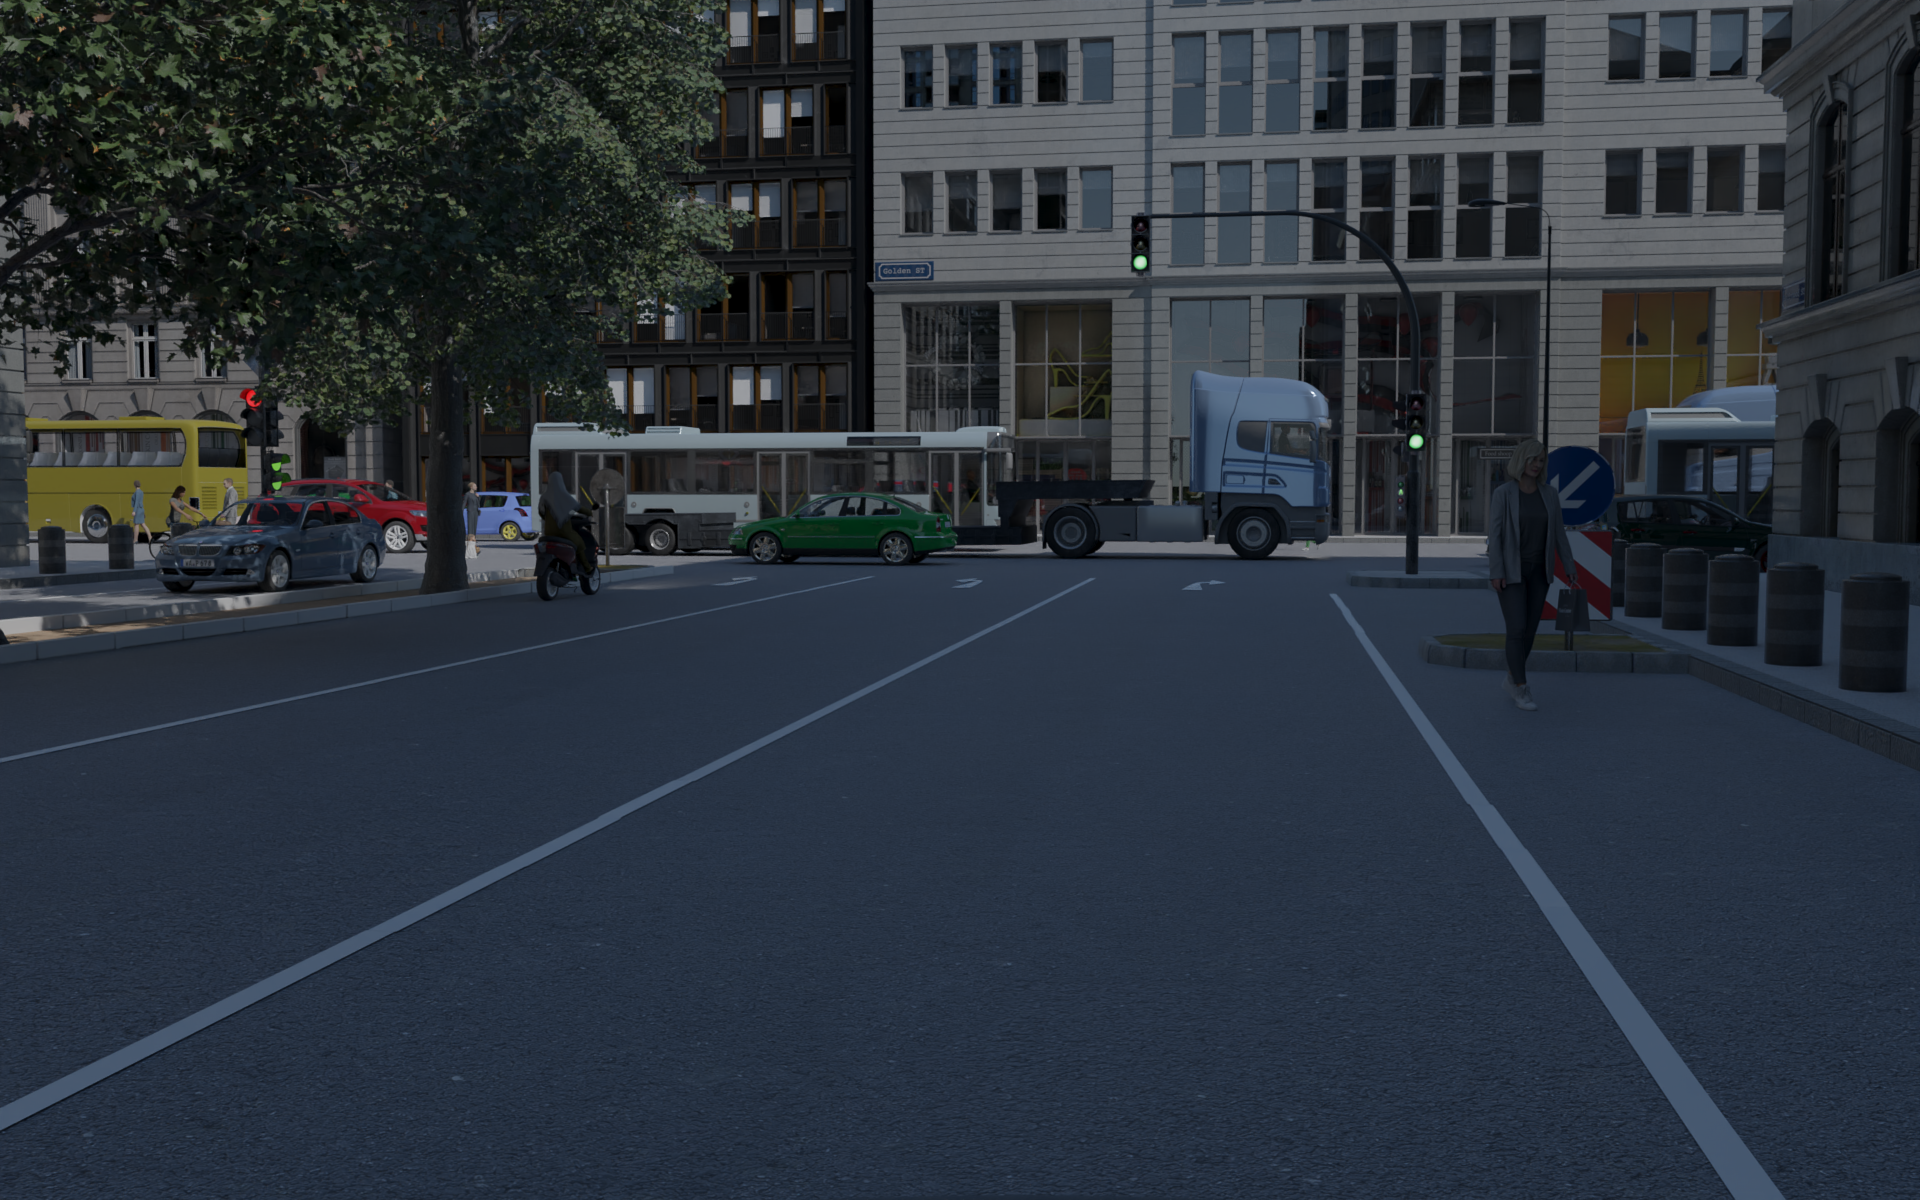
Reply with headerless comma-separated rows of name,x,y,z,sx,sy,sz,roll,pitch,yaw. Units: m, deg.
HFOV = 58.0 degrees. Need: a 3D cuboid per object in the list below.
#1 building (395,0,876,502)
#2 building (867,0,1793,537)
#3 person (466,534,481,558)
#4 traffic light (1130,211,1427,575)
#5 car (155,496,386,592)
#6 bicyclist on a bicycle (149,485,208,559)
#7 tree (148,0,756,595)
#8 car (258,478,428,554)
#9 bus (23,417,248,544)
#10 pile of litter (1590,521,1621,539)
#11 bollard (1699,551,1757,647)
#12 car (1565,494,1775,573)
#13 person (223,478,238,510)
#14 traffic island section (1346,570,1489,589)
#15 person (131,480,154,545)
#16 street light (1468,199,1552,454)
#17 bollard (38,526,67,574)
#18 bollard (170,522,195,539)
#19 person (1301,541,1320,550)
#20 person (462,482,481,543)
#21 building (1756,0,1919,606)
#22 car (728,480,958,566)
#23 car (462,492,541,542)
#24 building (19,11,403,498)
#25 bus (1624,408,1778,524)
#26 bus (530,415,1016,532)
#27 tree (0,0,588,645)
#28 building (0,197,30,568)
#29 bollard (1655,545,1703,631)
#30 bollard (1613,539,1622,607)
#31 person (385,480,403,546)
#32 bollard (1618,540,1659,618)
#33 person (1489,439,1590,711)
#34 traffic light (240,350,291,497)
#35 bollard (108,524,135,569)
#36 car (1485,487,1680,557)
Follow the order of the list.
building,-9.778,-14.209,62.000,15.834,23.373,12.332,1,4,10
building,12.719,-17.096,57.008,29.804,29.767,11.434,1,4,10
person,-10.878,-1.196,38.536,0.381,0.543,0.357,0,4,-6
traffic light,5.129,-3.252,27.831,4.771,5.953,1.251,1,4,10
car,-10.580,-0.910,26.888,2.014,1.417,4.499,0,4,8
bicyclist on a bicycle,-16.365,-1.619,36.500,1.625,1.676,1.499,1,4,9
tree,-7.285,-7.038,24.187,9.857,13.997,8.962,0,3,0
car,-14.957,-2.094,42.915,5.304,1.827,2.281,1,4,12
bus,-27.406,-3.672,51.589,12.252,3.916,2.896,1,4,12
pile of litter,10.412,-0.819,27.363,1.176,0.858,1.719,0,4,5
bollard,6.580,-0.001,14.737,0.404,0.777,0.398,0,3,0
car,12.377,-1.208,29.529,4.222,1.686,2.009,1,4,10
person,-17.221,-1.973,40.886,0.853,1.813,0.709,-2,4,-29
traffic island section,7.243,-0.333,27.719,2.009,0.180,2.903,1,4,10
person,-23.117,-2.465,48.830,0.654,1.822,0.581,0,4,7
street light,8.695,-3.352,27.340,1.470,5.913,1.316,1,4,10
bollard,-14.660,-0.810,27.964,0.404,0.777,0.398,0,3,0
bollard,-14.067,-1.018,31.356,0.404,0.777,0.398,0,3,0
person,8.949,-1.918,44.105,0.590,1.304,0.306,-2,4,-23
person,-14.407,-2.572,50.980,0.534,1.772,0.576,1,4,13
building,14.162,-11.521,7.459,14.460,24.649,34.723,1,4,10
car,-2.432,-1.639,35.601,4.718,1.807,1.959,1,4,11
car,-14.665,-2.651,52.937,3.694,1.707,1.945,0,4,8
building,-30.047,-13.733,66.335,24.055,21.916,13.314,1,4,10
bus,21.324,-2.566,36.816,13.247,3.499,2.948,1,4,11
bus,-4.312,-3.044,44.631,13.247,3.499,2.948,1,4,10
tree,-8.518,-5.811,14.476,9.611,12.733,9.660,0,3,0
building,-32.006,-15.273,27.205,29.804,29.767,11.434,1,4,10
bollard,6.881,-0.105,16.434,0.404,0.777,0.398,0,3,0
bollard,7.473,-0.313,19.833,0.404,0.777,0.398,0,3,0
person,-15.617,-2.408,47.898,0.620,1.820,0.660,-2,4,-29
bollard,7.177,-0.209,18.133,0.404,0.777,0.398,0,3,0
person,3.902,-0.188,11.749,0.709,1.800,0.728,0,4,-5
traffic light,-12.462,-2.575,31.021,0.839,4.253,0.868,1,4,10
bollard,-14.364,-0.914,29.653,0.404,0.777,0.398,0,3,0
car,12.531,-1.483,34.033,4.222,1.686,2.009,1,4,9
